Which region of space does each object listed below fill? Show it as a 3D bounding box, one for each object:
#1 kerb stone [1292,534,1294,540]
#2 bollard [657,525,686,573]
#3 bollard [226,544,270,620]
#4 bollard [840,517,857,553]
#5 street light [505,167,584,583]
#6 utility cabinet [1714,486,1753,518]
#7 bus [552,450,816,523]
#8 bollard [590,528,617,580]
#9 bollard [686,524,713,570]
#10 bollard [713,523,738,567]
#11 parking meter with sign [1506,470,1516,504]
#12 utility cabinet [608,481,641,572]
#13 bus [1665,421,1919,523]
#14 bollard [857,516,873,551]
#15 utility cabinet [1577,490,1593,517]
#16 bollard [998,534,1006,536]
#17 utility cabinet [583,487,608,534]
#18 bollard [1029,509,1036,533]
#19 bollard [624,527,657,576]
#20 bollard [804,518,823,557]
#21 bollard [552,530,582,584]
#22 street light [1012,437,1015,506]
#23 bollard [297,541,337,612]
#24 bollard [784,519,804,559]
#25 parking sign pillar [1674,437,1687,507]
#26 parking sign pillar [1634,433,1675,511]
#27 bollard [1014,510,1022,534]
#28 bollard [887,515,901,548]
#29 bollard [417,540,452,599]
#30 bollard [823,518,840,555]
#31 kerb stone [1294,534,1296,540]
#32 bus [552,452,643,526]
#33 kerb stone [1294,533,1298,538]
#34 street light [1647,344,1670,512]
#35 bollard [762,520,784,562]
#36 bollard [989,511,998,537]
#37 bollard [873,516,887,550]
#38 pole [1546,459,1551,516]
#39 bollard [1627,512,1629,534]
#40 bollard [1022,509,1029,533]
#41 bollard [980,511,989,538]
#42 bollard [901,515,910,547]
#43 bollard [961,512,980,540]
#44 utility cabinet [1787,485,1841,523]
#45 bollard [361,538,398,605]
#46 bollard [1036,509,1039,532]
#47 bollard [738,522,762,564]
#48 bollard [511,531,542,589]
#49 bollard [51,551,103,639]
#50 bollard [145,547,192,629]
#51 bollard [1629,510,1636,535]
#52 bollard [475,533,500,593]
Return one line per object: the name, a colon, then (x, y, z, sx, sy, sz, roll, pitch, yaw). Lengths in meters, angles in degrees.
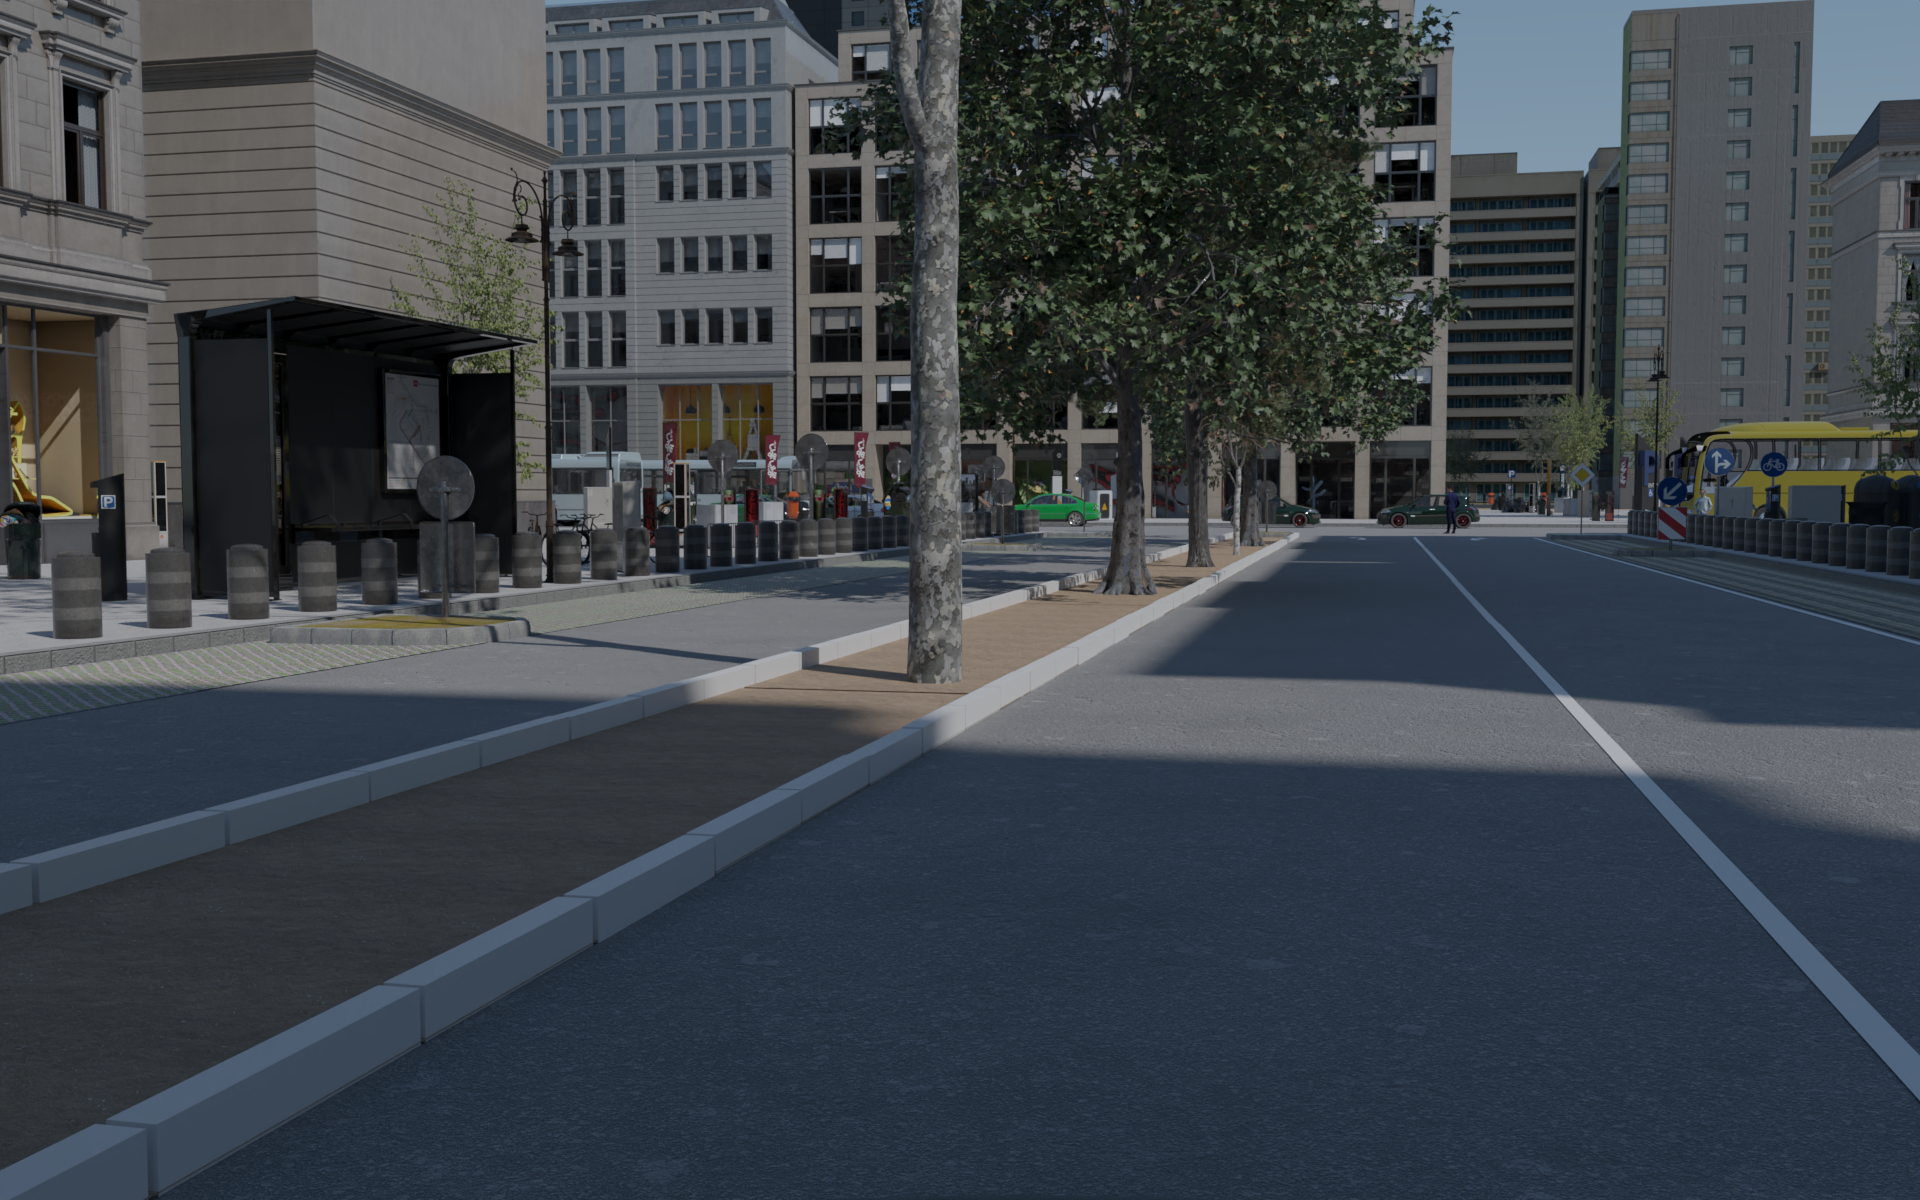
kerb stone: (9.884, -1.822, 52.006, 0.120, 0.150, 1.000, 1, 4, 13)
bollard: (-4.793, -0.836, 28.382, 0.404, 0.777, 0.398, 0, 3, 0)
bollard: (-7.321, -0.189, 17.808, 0.404, 0.777, 0.398, 0, 3, 0)
bollard: (-2.551, -1.410, 37.778, 0.404, 0.777, 0.398, 0, 3, 0)
street light: (-5.941, -3.190, 24.946, 0.468, 5.910, 1.993, 1, 4, 13)
utility cabinet: (22.726, -2.584, 50.933, 0.318, 1.500, 1.173, -1, 4, -21)
bus: (-12.389, -5.175, 79.470, 13.247, 3.499, 2.948, 1, 4, 12)
bollard: (-5.357, -0.692, 26.031, 0.404, 0.777, 0.398, 0, 3, 0)
bollard: (-4.519, -0.908, 29.558, 0.404, 0.777, 0.398, 0, 3, 0)
bollard: (-4.239, -0.979, 30.727, 0.404, 0.777, 0.398, 0, 3, 0)
parking meter with sign: (40.473, -8.028, 127.517, 0.543, 3.016, 1.738, 1, 4, 10)
utility cabinet: (-5.537, -1.223, 28.683, 0.318, 1.500, 1.173, -1, 4, -20)
bus: (30.782, -4.125, 58.994, 12.252, 3.916, 2.896, 1, 4, 12)
bollard: (-2.270, -1.482, 38.953, 0.404, 0.777, 0.398, 0, 3, 0)
utility cabinet: (35.053, -5.403, 97.015, 0.318, 1.500, 1.173, -1, 4, -11)
bollard: (1.093, -2.344, 53.034, 0.404, 0.777, 0.398, 0, 3, 0)
utility cabinet: (-11.328, -2.829, 54.936, 1.173, 1.500, 0.318, -3, 4, -38)
bollard: (2.210, -2.630, 57.714, 0.404, 0.777, 0.398, 0, 3, 0)
bollard: (-5.073, -0.763, 27.199, 0.404, 0.777, 0.398, 0, 3, 0)
bollard: (-3.109, -1.267, 35.440, 0.404, 0.777, 0.398, 0, 3, 0)
bollard: (-5.638, -0.620, 24.850, 0.404, 0.777, 0.398, 0, 3, 0)
street light: (1.762, -5.142, 56.856, 0.468, 5.910, 1.993, 1, 4, 13)
bollard: (-7.043, -0.261, 18.977, 0.404, 0.777, 0.398, 0, 3, 0)
bollard: (-3.386, -1.196, 34.269, 0.404, 0.777, 0.398, 0, 3, 0)
parking sign pillar: (33.819, -5.642, 80.720, 1.447, 3.967, 1.447, -1, 4, -8)
parking sign pillar: (30.639, -5.429, 77.238, 1.447, 3.967, 1.447, -2, 4, -35)
bollard: (1.655, -2.487, 55.376, 0.404, 0.777, 0.398, 0, 3, 0)
bollard: (-1.715, -1.625, 41.294, 0.404, 0.777, 0.398, 0, 3, 0)
bollard: (-6.477, -0.405, 21.344, 0.404, 0.777, 0.398, 0, 3, 0)
bollard: (-2.832, -1.339, 36.609, 0.404, 0.777, 0.398, 0, 3, 0)
kerb stone: (10.123, -1.882, 53.008, 0.120, 0.150, 1.000, 1, 4, 13)
bus: (-20.862, -5.067, 77.704, 13.247, 3.499, 2.948, 1, 4, 14)
kerb stone: (10.363, -1.945, 54.004, 0.120, 0.150, 1.000, 1, 4, 13)
street light: (21.559, -4.943, 53.602, 0.468, 5.910, 1.993, 1, 4, 13)
bollard: (-3.668, -1.124, 33.101, 0.404, 0.777, 0.398, 0, 3, 0)
bollard: (0.815, -2.272, 51.865, 0.404, 0.777, 0.398, 0, 3, 0)
bollard: (-1.990, -1.554, 40.122, 0.404, 0.777, 0.398, 0, 3, 0)
pole: (34.358, -6.556, 101.029, 0.158, 3.312, 0.155, 0, 3, 0)
bollard: (21.613, -2.496, 55.530, 0.404, 0.777, 0.398, 0, 3, 0)
bollard: (1.929, -2.558, 56.546, 0.404, 0.777, 0.398, 0, 3, 0)
bollard: (0.530, -2.200, 50.681, 0.404, 0.777, 0.398, 0, 3, 0)
bollard: (-1.428, -1.698, 42.473, 0.404, 0.777, 0.398, 0, 3, 0)
bollard: (0.255, -2.128, 49.511, 0.404, 0.777, 0.398, 0, 3, 0)
utility cabinet: (21.554, -2.144, 43.729, 1.173, 1.500, 0.318, 0, 4, 5)
bollard: (-6.759, -0.333, 20.164, 0.404, 0.777, 0.398, 0, 3, 0)
bollard: (2.492, -2.701, 58.882, 0.404, 0.777, 0.398, 0, 3, 0)
bollard: (-3.954, -1.052, 31.911, 0.404, 0.777, 0.398, 0, 3, 0)
bollard: (-5.922, -0.548, 23.682, 0.404, 0.777, 0.398, 0, 3, 0)
bollard: (-7.884, -0.046, 15.462, 0.404, 0.777, 0.398, 0, 3, 0)
bollard: (-7.603, -0.118, 16.640, 0.404, 0.777, 0.398, 0, 3, 0)
bollard: (21.326, -2.424, 54.353, 0.404, 0.777, 0.398, 0, 3, 0)
bollard: (-6.198, -0.477, 22.513, 0.404, 0.777, 0.398, 0, 3, 0)
